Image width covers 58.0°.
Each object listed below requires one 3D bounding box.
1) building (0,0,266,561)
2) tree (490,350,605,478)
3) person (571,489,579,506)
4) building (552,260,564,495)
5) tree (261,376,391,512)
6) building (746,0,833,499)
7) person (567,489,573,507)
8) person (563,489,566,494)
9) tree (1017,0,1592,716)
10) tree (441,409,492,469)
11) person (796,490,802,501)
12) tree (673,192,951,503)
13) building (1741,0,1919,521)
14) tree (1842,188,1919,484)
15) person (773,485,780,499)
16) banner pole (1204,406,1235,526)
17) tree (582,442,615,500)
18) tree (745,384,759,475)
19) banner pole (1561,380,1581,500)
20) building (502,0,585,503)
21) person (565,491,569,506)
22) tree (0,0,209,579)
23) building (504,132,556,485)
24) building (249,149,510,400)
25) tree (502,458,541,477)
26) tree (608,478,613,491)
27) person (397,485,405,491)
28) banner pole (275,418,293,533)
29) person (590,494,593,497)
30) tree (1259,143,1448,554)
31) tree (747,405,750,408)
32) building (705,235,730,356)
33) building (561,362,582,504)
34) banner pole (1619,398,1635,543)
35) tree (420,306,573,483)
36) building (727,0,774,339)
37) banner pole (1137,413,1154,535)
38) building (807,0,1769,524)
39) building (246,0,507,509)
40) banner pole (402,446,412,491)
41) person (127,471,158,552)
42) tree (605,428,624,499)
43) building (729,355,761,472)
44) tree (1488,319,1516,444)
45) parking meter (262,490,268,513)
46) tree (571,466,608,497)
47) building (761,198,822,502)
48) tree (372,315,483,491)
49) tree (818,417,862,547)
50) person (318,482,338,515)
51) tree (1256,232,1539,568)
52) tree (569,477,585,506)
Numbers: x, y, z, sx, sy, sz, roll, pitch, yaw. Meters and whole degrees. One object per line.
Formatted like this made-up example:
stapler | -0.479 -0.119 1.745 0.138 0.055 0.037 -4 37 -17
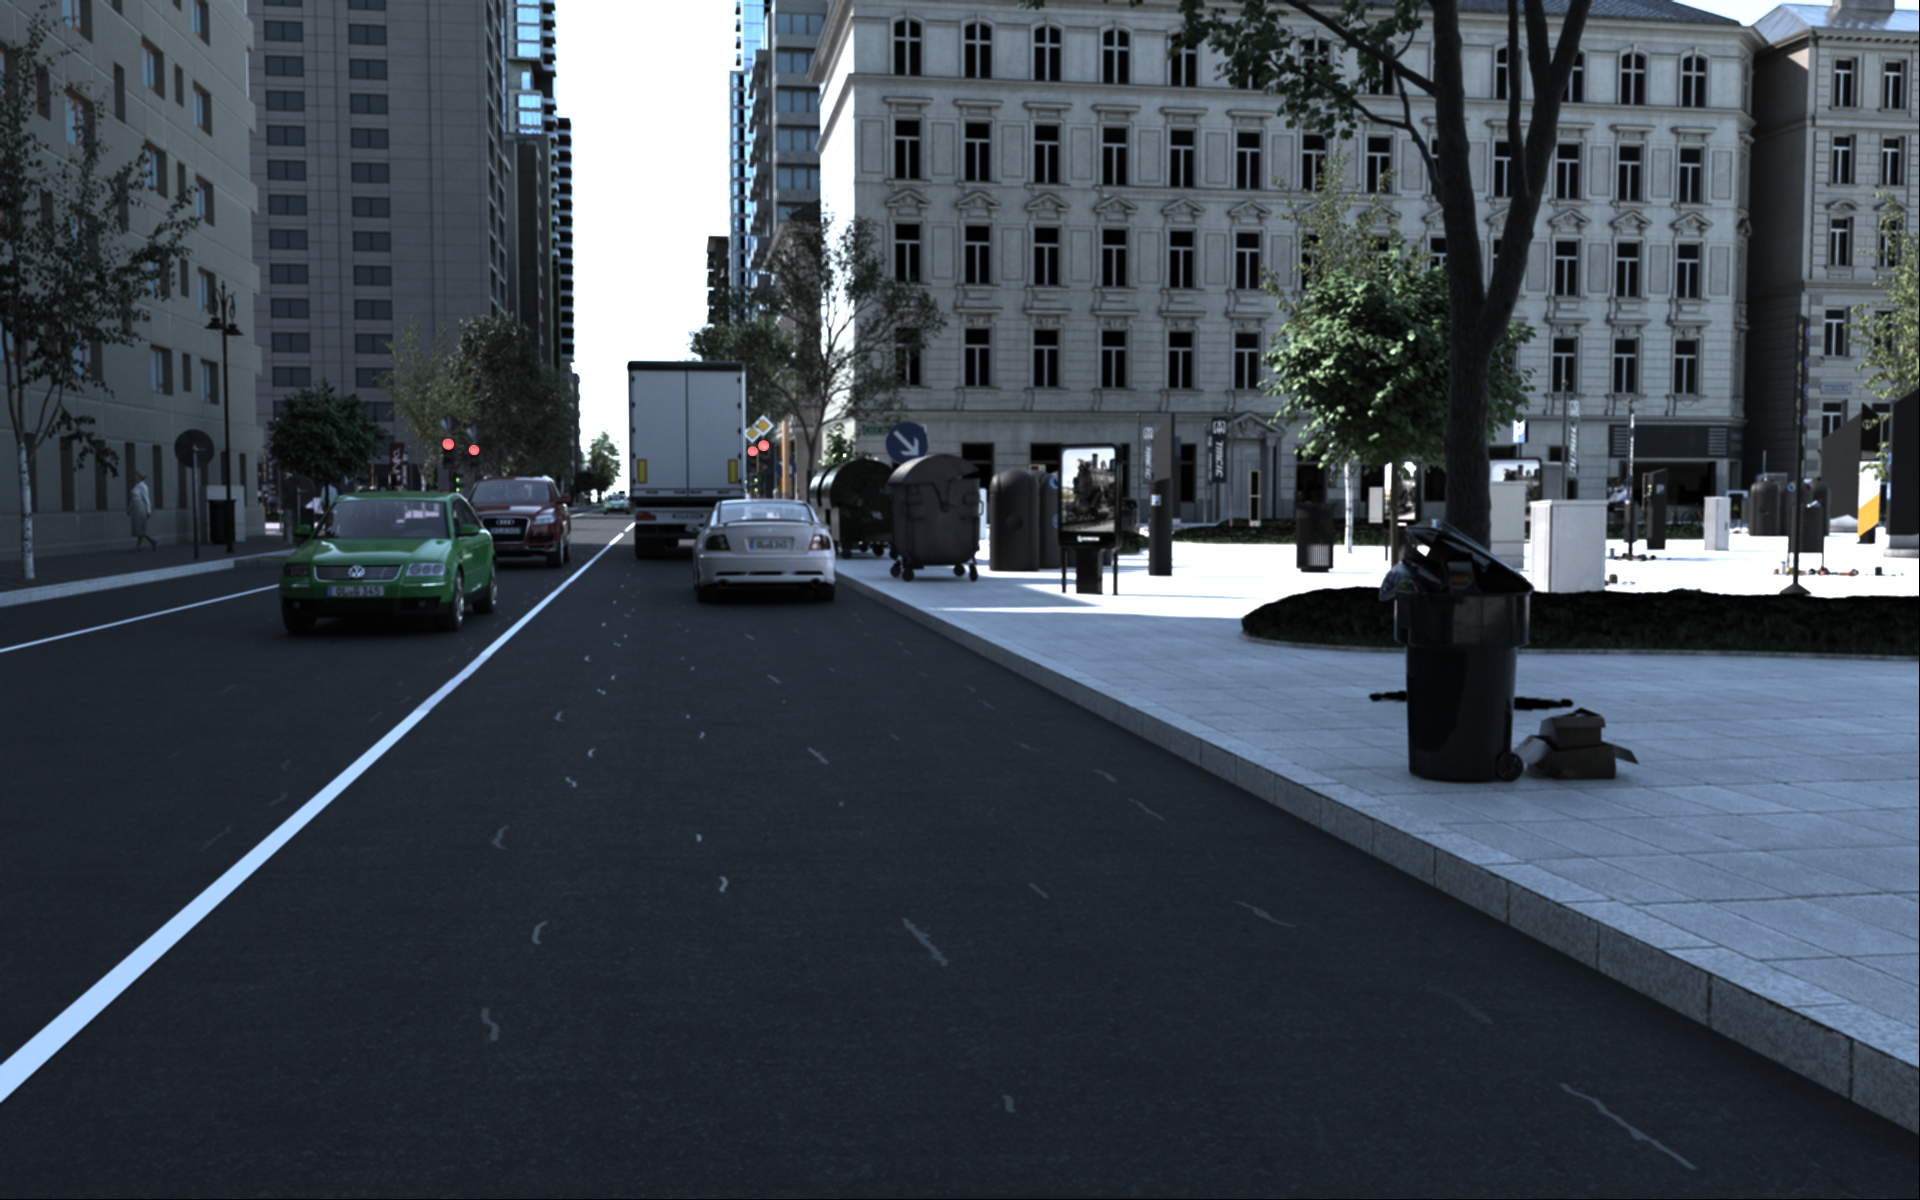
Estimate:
building | -33.924 -11.811 38.150 28.899 21.520 27.650 -1 4 -10
tree | -33.518 -13.303 135.633 7.486 12.596 7.792 0 3 0
person | -41.233 -10.908 184.417 1.348 1.821 0.705 2 4 24
building | -54.493 -26.450 204.165 14.160 30.474 14.107 -1 4 -10
tree | -17.624 -3.942 48.170 4.285 4.588 4.351 0 3 0
building | -9.622 -33.867 173.332 23.786 49.044 30.456 -1 4 -10
person | -39.826 -10.417 176.377 0.705 1.823 1.348 2 4 24
person | -44.485 -11.572 195.200 1.348 1.831 0.705 3 4 37
tree | 3.261 -5.173 10.338 9.928 11.665 9.643 0 3 0
tree | -32.369 -10.106 115.591 4.360 8.622 3.978 0 3 0
person | -8.761 -5.187 93.443 0.523 1.515 0.503 0 4 -4
tree | -4.788 -7.336 54.361 8.767 10.594 7.601 -1 4 -16
building | 49.957 -17.753 87.522 25.104 27.353 12.463 -1 4 -10
tree | 22.274 -5.465 39.721 4.737 8.622 4.395 0 3 0
person | -10.319 -5.626 98.135 0.767 1.812 0.694 -2 4 -31
banner pole | 7.541 -3.633 49.415 0.863 3.779 0.401 2 4 32
tree | -50.779 -17.855 242.288 4.737 8.622 4.395 0 3 0
tree | -20.602 -14.155 149.558 7.486 12.596 7.792 0 3 0
banner pole | 13.448 -2.949 38.234 0.863 3.779 0.401 -3 5 -39
building | -69.406 -58.337 266.477 22.319 86.520 31.000 -1 4 -10
person | -41.299 -10.814 182.844 1.348 1.826 0.705 -3 5 -43
tree | -13.910 -4.626 25.995 4.360 8.622 3.978 0 3 0
building | -52.213 -30.970 189.951 14.154 41.232 14.086 -1 4 -10
building | -57.525 -29.219 169.610 32.217 40.220 23.993 -1 4 -10
tree | -32.092 -8.694 125.867 4.285 4.588 4.351 0 3 0
tree | -54.801 -17.189 264.750 4.285 4.588 4.351 0 3 0
person | -26.811 -4.697 83.023 0.537 1.800 0.526 2 4 26
banner pole | -22.399 -4.129 57.533 0.401 3.779 0.863 2 4 33
person | -58.753 -16.331 276.240 0.628 1.438 0.799 2 4 32
tree | 8.284 -5.267 36.472 4.737 8.622 4.395 0 3 0
tree | -16.160 -10.406 120.496 4.360 8.622 3.978 0 3 0
building | -30.822 -38.678 287.002 22.147 44.769 28.867 -1 4 -10
building | -66.994 -24.068 238.552 27.650 21.520 28.899 -1 4 -10
banner pole | 17.495 -3.376 45.207 0.401 3.779 0.863 1 4 12
tree | -28.396 -11.570 106.180 9.611 12.733 9.660 0 3 0
building | -25.242 -57.708 256.196 22.319 86.520 31.000 -1 4 -10
banner pole | 5.751 -3.912 53.986 0.863 3.779 0.401 -3 4 -37
building | 15.346 -18.819 84.113 44.131 29.872 17.030 -1 4 -10
building | -47.616 -43.395 147.758 20.563 71.187 20.611 -1 4 -10
banner pole | -28.866 -6.145 90.494 0.863 3.779 0.401 1 4 13
person | -18.133 -1.967 38.431 0.641 1.798 0.478 -3 5 -39
tree | -61.255 -23.206 297.551 7.486 12.596 7.792 0 3 0
building | -13.128 -21.966 204.176 27.650 21.520 28.899 -1 4 -10
tree | 18.538 -6.902 63.204 4.360 8.622 3.978 0 3 0
parking meter | -45.345 -6.400 113.049 0.372 1.533 0.369 0 3 0
tree | -43.675 -13.364 202.218 4.285 4.588 4.351 0 3 0
building | -8.956 -16.754 124.842 10.553 20.767 40.483 -1 4 -10
tree | -22.200 -7.457 72.292 4.737 8.622 4.395 0 3 0
tree | -3.022 -2.938 42.636 1.663 3.219 1.824 0 3 0
person | -20.923 -3.146 57.495 0.620 1.820 0.660 2 4 28
tree | 5.506 -2.341 21.994 4.285 4.588 4.351 0 3 0
tree | -41.709 -11.854 188.420 1.663 3.219 1.824 0 3 0
